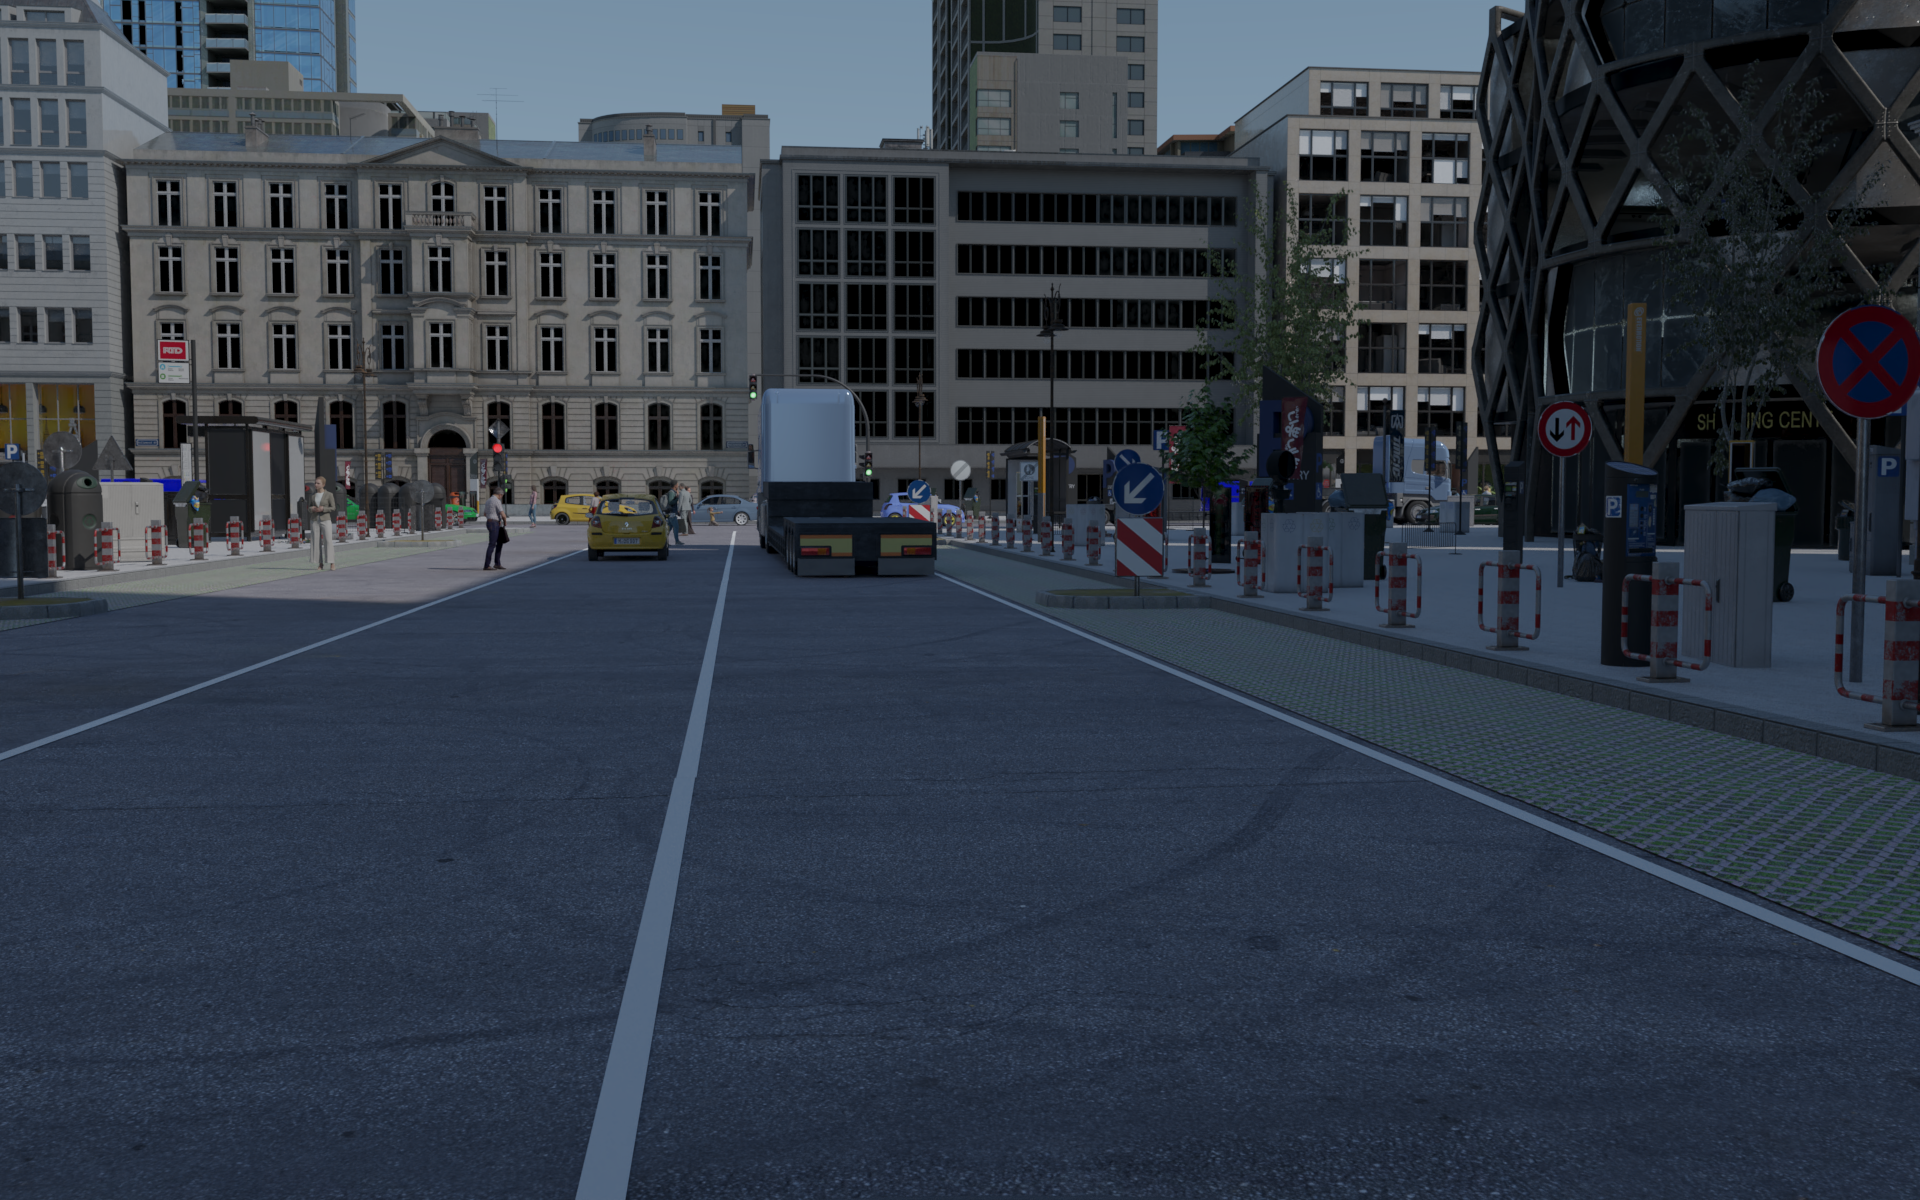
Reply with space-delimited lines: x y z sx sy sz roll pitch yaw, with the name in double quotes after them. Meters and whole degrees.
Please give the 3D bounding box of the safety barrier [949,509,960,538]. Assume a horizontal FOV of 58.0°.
-0.031 -2.203 50.287 0.300 0.817 1.120 0 4 -7 "safety barrier"

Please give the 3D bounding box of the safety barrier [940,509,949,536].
-0.332 -2.350 52.695 0.300 0.817 1.120 0 4 -7 "safety barrier"

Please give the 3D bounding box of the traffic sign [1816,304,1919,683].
6.115 -0.712 11.745 0.768 2.556 0.104 0 4 -6 "traffic sign"

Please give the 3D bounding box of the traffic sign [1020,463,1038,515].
2.212 -3.251 55.279 0.606 2.300 0.079 0 4 -1 "traffic sign"

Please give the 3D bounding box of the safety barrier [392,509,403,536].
-17.153 -2.353 52.748 0.300 0.817 1.120 0 4 -7 "safety barrier"

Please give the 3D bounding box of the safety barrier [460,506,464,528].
-18.666 -3.089 64.781 0.300 0.817 1.120 0 4 -7 "safety barrier"

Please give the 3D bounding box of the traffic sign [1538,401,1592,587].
8.256 -1.446 23.746 0.768 2.556 0.104 0 4 -5 "traffic sign"

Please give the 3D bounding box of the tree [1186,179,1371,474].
7.582 -5.475 39.873 4.737 8.622 4.395 0 3 0 "tree"

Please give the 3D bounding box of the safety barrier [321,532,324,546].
-15.944 -1.765 43.126 0.300 0.817 1.120 0 4 -7 "safety barrier"

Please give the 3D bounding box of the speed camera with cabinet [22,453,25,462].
-45.486 -5.427 83.073 0.660 3.252 2.038 2 4 35 "speed camera with cabinet"

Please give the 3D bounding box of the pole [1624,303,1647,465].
7.242 -1.516 18.622 0.158 3.312 0.155 0 3 0 "pole"

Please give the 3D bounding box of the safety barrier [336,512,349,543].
-16.245 -1.911 45.528 0.300 0.817 1.120 0 4 -7 "safety barrier"

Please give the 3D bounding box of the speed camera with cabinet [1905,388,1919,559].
8.468 -1.223 14.330 0.660 3.252 2.038 1 4 12 "speed camera with cabinet"

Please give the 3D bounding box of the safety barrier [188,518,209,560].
-14.731 -1.177 33.512 0.300 0.817 1.120 0 4 -7 "safety barrier"

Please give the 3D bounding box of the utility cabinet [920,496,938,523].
-1.140 -3.238 64.105 0.306 1.237 1.020 -2 4 -24 "utility cabinet"

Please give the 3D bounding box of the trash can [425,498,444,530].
-18.543 -3.020 61.030 0.748 1.137 0.748 0 3 0 "trash can"

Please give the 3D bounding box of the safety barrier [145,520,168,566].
-14.431 -1.030 31.110 0.300 0.817 1.120 0 4 -7 "safety barrier"

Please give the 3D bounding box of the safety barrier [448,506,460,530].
-18.369 -2.942 62.378 0.300 0.817 1.120 0 4 -7 "safety barrier"

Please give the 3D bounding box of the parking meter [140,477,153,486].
-28.632 -3.383 61.016 0.399 1.863 0.255 1 4 18 "parking meter"

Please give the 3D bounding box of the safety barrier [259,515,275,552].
-15.335 -1.471 38.320 0.300 0.817 1.120 0 4 -7 "safety barrier"

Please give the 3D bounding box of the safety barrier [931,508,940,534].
-0.638 -2.497 55.098 0.300 0.817 1.120 0 4 -7 "safety barrier"

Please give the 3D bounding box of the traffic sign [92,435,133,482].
-18.791 -2.349 38.413 0.884 2.594 0.081 0 4 -1 "traffic sign"

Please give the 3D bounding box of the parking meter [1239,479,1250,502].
10.698 -3.632 65.094 0.399 1.863 0.255 2 4 25 "parking meter"

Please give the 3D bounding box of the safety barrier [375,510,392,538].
-16.848 -2.206 50.342 0.300 0.817 1.120 0 4 -7 "safety barrier"

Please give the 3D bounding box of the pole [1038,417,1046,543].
2.156 -3.173 45.718 0.158 3.312 0.155 0 3 0 "pole"

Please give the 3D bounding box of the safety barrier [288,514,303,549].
-15.638 -1.618 40.722 0.300 0.817 1.120 0 4 -7 "safety barrier"

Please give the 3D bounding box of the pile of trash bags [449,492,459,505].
-27.391 -4.891 89.717 1.912 1.369 3.447 3 5 41 "pile of trash bags"

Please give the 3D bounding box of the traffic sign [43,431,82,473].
-18.189 -2.141 35.109 0.768 2.556 0.104 0 4 -4 "traffic sign"

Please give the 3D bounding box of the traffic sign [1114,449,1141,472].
4.745 -2.998 49.126 0.768 2.556 0.104 0 4 -2 "traffic sign"

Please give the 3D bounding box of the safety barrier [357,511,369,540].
-16.549 -2.059 47.940 0.300 0.817 1.120 0 4 -7 "safety barrier"

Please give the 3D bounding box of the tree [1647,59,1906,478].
13.937 -4.897 30.422 4.360 8.622 3.978 0 3 0 "tree"

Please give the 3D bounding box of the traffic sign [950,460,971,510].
0.018 -3.965 64.928 0.768 2.556 0.104 0 4 -4 "traffic sign"

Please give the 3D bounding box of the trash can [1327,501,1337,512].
7.555 -1.359 33.868 0.748 1.137 0.748 0 3 0 "trash can"

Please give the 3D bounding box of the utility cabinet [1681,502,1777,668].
5.862 -0.128 13.258 0.306 1.237 1.020 0 4 2 "utility cabinet"

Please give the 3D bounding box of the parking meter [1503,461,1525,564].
9.809 -1.528 30.688 0.255 1.863 0.399 3 4 36 "parking meter"

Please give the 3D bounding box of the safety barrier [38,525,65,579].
-13.824 -0.736 26.304 0.300 0.817 1.120 0 4 -7 "safety barrier"

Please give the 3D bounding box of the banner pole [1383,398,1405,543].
11.266 -3.376 45.221 0.863 3.779 0.401 -1 4 -21 "banner pole"

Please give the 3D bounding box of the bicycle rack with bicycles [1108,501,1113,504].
8.161 -4.676 89.827 2.925 0.926 2.852 0 4 3 "bicycle rack with bicycles"

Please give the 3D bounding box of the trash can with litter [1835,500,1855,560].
17.398 -1.338 33.263 0.624 1.170 1.055 -3 5 -43 "trash can with litter"

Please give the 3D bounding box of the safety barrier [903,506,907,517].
-2.146 -3.232 67.120 0.300 0.817 1.120 0 4 -7 "safety barrier"

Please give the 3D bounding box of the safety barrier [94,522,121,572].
-14.130 -0.883 28.707 0.300 0.817 1.120 0 4 -7 "safety barrier"

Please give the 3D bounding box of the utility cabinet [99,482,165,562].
-15.595 -1.458 32.515 0.318 1.500 1.173 3 5 44 "utility cabinet"

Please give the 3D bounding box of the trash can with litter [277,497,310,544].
-17.384 -2.097 45.352 1.678 1.210 2.233 -1 4 -14 "trash can with litter"

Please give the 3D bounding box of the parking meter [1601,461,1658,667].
5.012 -0.279 12.968 0.372 1.533 0.369 0 3 0 "parking meter"

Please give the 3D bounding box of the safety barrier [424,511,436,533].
-17.757 -2.647 57.557 0.300 0.817 1.120 0 4 -7 "safety barrier"

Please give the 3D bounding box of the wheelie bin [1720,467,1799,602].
9.531 -0.781 20.679 0.693 1.594 0.980 -2 4 -26 "wheelie bin"

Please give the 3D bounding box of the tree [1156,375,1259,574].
4.101 -2.057 28.229 1.663 3.219 1.824 0 3 0 "tree"

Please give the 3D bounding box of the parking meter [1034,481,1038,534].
2.561 -3.083 56.122 0.255 1.863 0.399 2 4 25 "parking meter"

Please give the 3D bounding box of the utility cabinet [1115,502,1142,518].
3.165 -1.310 32.583 0.306 1.237 1.020 1 4 19 "utility cabinet"

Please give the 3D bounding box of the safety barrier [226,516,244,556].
-15.036 -1.324 35.917 0.300 0.817 1.120 0 4 -7 "safety barrier"

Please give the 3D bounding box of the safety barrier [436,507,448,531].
-18.064 -2.795 59.976 0.300 0.817 1.120 0 4 -7 "safety barrier"

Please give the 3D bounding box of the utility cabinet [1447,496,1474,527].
19.814 -3.511 68.566 1.020 1.237 0.306 1 4 14 "utility cabinet"

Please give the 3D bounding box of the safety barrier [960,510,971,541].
0.276 -2.056 47.885 0.300 0.817 1.120 0 4 -7 "safety barrier"

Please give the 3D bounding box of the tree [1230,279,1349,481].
11.606 -6.692 59.778 4.360 8.622 3.978 0 3 0 "tree"

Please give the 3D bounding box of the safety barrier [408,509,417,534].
-17.455 -2.500 55.150 0.300 0.817 1.120 0 4 -7 "safety barrier"
